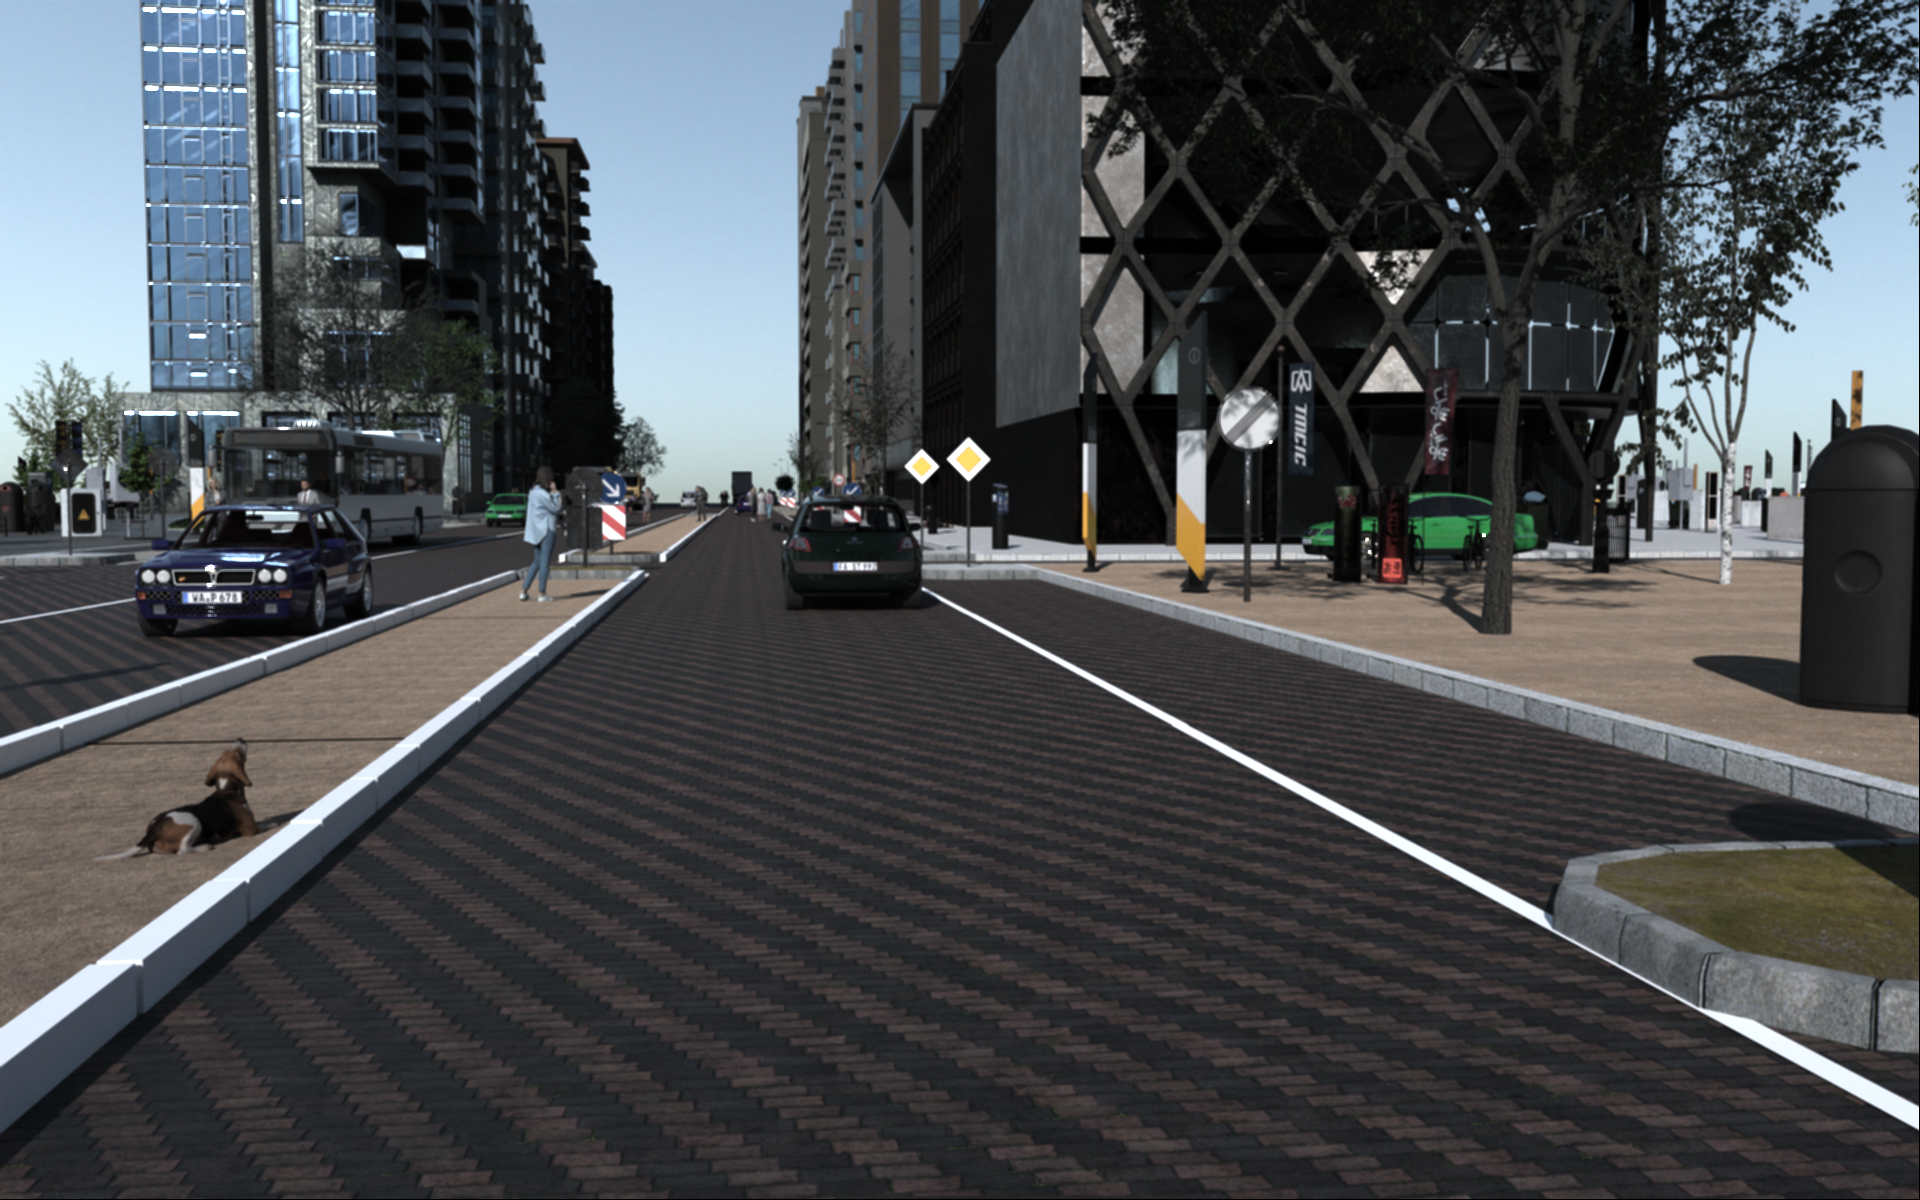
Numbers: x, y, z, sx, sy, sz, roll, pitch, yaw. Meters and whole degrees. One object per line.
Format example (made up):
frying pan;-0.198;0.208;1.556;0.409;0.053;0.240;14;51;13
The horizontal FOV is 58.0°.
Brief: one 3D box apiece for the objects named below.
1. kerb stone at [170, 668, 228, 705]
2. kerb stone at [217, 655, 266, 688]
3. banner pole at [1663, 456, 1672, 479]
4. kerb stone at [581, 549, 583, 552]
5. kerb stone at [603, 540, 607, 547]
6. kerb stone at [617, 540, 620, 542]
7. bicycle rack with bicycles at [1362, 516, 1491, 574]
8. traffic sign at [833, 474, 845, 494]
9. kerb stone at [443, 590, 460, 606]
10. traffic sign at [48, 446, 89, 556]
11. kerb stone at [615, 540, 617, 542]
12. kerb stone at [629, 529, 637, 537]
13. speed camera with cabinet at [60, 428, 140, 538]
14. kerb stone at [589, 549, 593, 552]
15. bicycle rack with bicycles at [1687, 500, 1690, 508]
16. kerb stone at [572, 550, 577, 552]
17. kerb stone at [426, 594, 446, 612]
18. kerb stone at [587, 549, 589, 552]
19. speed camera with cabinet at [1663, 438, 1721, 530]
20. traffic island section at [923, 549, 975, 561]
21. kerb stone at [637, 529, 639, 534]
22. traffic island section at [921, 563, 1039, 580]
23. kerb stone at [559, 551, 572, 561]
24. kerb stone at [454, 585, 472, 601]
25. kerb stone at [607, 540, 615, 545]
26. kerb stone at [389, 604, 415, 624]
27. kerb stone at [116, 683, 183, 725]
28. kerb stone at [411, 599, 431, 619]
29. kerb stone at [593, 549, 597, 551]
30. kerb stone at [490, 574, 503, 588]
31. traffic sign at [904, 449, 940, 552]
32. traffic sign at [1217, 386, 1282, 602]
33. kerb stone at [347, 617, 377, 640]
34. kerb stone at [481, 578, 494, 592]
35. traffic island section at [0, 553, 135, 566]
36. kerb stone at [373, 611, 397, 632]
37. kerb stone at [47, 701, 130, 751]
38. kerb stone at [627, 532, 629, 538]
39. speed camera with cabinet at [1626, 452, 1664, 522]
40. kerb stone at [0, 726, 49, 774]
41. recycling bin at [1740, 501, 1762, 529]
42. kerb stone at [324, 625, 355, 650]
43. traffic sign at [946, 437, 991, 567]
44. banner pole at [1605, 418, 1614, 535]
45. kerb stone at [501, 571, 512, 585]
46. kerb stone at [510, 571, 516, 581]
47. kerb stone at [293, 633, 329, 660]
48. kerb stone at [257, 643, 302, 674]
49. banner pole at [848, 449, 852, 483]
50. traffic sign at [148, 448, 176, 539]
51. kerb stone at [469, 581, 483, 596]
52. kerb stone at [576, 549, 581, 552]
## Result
kerb stone;-5.354;0.616;12.123;0.120;0.150;1.000;0;4;-7
kerb stone;-5.485;0.558;13.137;0.120;0.150;1.000;0;4;-7
banner pole;46.486;-7.580;113.956;0.863;3.779;0.401;-1;4;-20
kerb stone;-8.843;-1.094;40.137;0.120;0.150;1.000;0;4;-7
kerb stone;-9.606;-1.470;46.237;0.120;0.150;1.000;0;4;-7
kerb stone;-10.249;-1.781;51.320;0.120;0.150;1.000;0;4;-7
bicycle rack with bicycles;7.891;-0.953;28.971;2.852;0.926;2.925;1;4;18
traffic sign;-7.587;-6.632;108.547;0.768;2.556;0.104;0;4;-6
kerb stone;-6.621;0.000;22.303;0.120;0.150;1.000;0;4;-7
traffic sign;-18.553;-1.984;36.074;0.795;2.450;0.064;0;4;-7
kerb stone;-10.121;-1.717;50.297;0.120;0.150;1.000;0;4;-7
kerb stone;-11.261;-2.278;59.459;0.120;0.150;1.000;0;4;-7
speed camera with cabinet;-25.502;-3.488;51.360;2.038;3.252;0.660;-3;5;-44
kerb stone;-9.101;-1.221;42.173;0.120;0.150;1.000;0;4;-7
bicycle rack with bicycles;48.937;-6.296;116.320;2.852;0.926;2.925;-1;4;-17
kerb stone;-8.586;-0.969;38.094;0.120;0.150;1.000;0;4;-7
kerb stone;-6.494;0.056;21.288;0.120;0.150;1.000;0;4;-7
kerb stone;-8.984;-1.156;41.158;0.120;0.150;1.000;0;4;-7
speed camera with cabinet;26.229;-4.128;61.831;2.038;3.252;0.660;-2;4;-25
traffic island section;-0.820;-0.982;38.337;2.009;0.180;2.903;0;4;-7
kerb stone;-11.390;-2.341;60.475;0.120;0.150;1.000;0;4;-7
traffic island section;0.169;-0.497;30.413;2.009;0.180;2.903;0;4;-7
kerb stone;-8.467;-0.910;37.078;0.120;0.150;1.000;0;4;-7
kerb stone;-6.747;-0.069;23.320;0.120;0.150;1.000;0;4;-7
kerb stone;-9.994;-1.651;49.282;0.120;0.150;1.000;0;4;-7
kerb stone;-6.244;0.180;19.249;0.120;0.150;1.000;0;4;-7
kerb stone;-5.225;0.678;11.106;0.120;0.150;1.000;0;4;-7
kerb stone;-6.366;0.118;20.264;0.120;0.150;1.000;0;4;-7
kerb stone;-9.357;-1.346;44.201;0.120;0.150;1.000;0;4;-7
kerb stone;-7.132;-0.256;26.382;0.120;0.150;1.000;0;4;-7
traffic sign;-0.843;-2.117;38.257;0.795;2.450;0.064;0;4;-7
traffic sign;3.416;-1.250;20.537;0.768;2.556;0.104;0;4;-3
kerb stone;-5.990;0.305;17.204;0.120;0.150;1.000;0;4;-7
kerb stone;-7.003;-0.189;25.368;0.120;0.150;1.000;0;4;-7
traffic island section;-18.575;-0.847;36.133;2.009;0.180;2.903;0;4;-7
kerb stone;-6.116;0.247;18.229;0.120;0.150;1.000;0;4;-7
kerb stone;-5.093;0.740;10.092;0.120;0.150;1.000;0;4;-7
kerb stone;-10.751;-2.030;55.392;0.120;0.150;1.000;0;4;-7
speed camera with cabinet;31.977;-5.266;80.432;0.660;3.252;2.038;-3;4;-38
kerb stone;-4.973;0.803;9.074;0.120;0.150;1.000;0;4;-7
recycling bin;29.683;-3.203;64.931;0.722;1.027;0.722;2;4;26
kerb stone;-5.859;0.370;16.190;0.120;0.150;1.000;0;4;-7
traffic sign;0.147;-1.632;30.333;0.795;2.450;0.064;0;4;-7
banner pole;20.455;-3.948;54.570;0.401;3.779;0.863;0;4;2
kerb stone;-7.259;-0.318;27.396;0.120;0.150;1.000;0;4;-7
kerb stone;-7.386;-0.380;28.415;0.120;0.150;1.000;0;4;-7
kerb stone;-5.734;0.430;15.175;0.120;0.150;1.000;0;4;-7
kerb stone;-5.595;0.491;14.160;0.120;0.150;1.000;0;4;-7
banner pole;-6.185;-6.541;96.959;0.401;3.779;0.863;1;4;11
traffic sign;-21.929;-2.907;47.631;0.768;2.556;0.104;0;4;0
kerb stone;-6.880;-0.130;24.341;0.120;0.150;1.000;0;4;-7
kerb stone;-8.721;-1.035;39.117;0.120;0.150;1.000;0;4;-7
